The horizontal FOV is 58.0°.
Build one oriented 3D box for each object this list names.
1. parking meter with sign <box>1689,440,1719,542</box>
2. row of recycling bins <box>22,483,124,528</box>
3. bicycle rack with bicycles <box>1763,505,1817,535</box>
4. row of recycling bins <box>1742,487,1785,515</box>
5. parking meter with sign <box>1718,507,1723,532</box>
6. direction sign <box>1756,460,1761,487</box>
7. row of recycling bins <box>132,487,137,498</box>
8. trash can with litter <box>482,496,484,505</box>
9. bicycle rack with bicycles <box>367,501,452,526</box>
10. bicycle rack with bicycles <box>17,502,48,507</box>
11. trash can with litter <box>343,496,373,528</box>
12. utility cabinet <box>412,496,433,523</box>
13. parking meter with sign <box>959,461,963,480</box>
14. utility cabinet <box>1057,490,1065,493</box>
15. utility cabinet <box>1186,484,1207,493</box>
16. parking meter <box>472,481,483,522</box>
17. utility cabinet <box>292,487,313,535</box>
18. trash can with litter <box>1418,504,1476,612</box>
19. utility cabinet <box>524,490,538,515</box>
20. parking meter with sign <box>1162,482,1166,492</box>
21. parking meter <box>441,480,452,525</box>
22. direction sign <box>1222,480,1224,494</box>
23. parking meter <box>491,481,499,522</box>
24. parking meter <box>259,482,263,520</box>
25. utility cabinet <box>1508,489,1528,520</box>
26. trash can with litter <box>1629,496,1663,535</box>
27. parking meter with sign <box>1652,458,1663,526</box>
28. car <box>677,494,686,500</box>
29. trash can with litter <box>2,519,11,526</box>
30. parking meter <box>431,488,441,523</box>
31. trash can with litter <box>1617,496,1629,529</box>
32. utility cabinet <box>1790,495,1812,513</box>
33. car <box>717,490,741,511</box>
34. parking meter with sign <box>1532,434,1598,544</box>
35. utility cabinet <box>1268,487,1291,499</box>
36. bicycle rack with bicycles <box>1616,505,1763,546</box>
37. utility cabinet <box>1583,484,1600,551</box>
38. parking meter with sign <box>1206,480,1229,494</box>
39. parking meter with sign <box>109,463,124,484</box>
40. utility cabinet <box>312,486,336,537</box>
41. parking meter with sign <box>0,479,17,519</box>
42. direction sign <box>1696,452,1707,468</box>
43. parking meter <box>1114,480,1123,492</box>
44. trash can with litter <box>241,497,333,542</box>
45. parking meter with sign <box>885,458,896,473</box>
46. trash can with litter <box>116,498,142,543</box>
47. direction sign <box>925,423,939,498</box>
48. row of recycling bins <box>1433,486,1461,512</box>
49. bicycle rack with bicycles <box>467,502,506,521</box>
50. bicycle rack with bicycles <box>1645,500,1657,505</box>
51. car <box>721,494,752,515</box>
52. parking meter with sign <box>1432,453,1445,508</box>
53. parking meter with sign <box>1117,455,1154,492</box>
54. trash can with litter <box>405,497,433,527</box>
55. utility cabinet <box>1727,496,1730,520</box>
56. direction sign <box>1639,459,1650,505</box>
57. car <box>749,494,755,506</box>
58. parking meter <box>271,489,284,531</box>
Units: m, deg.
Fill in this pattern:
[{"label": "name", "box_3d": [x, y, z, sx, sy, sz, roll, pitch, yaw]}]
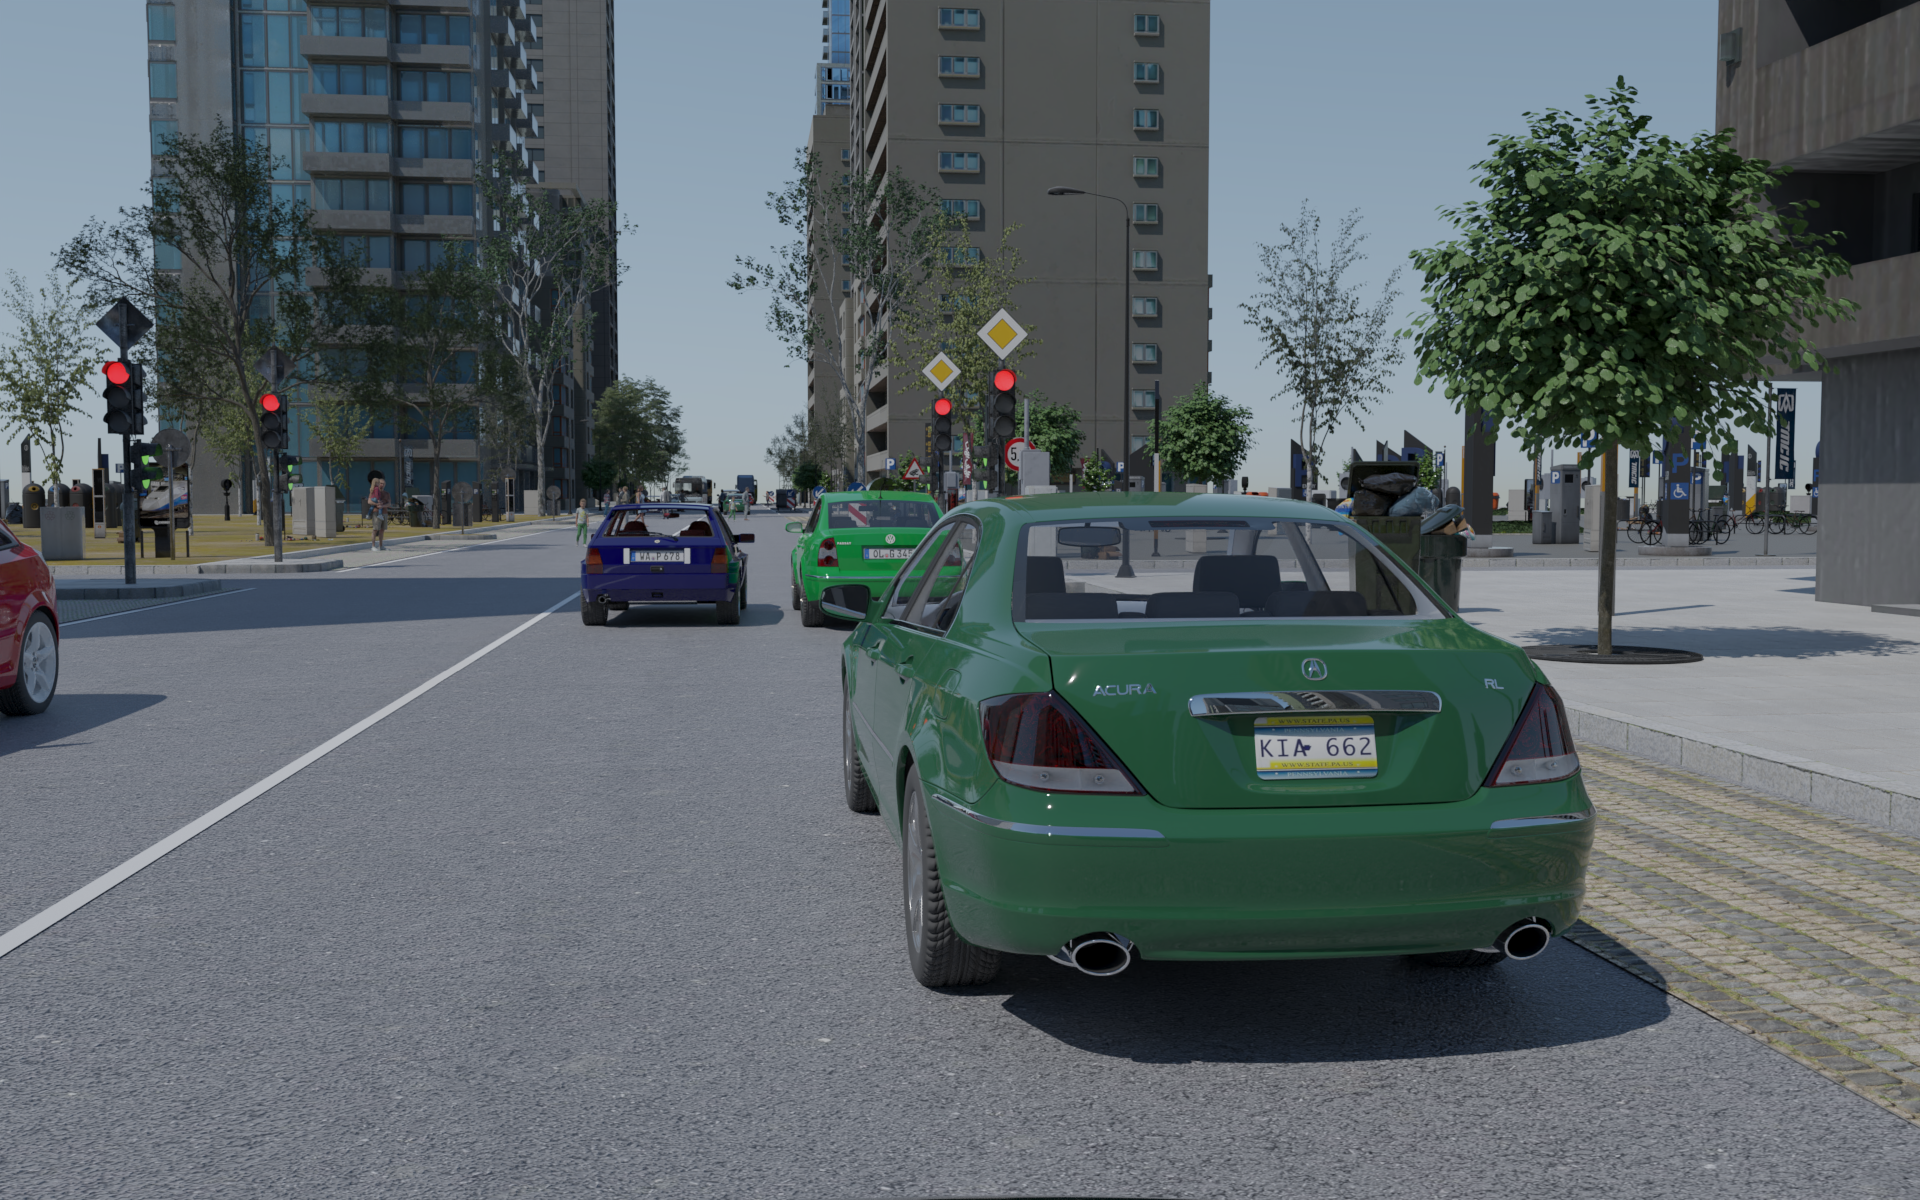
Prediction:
[{"label": "parking meter with sign", "box_3d": [20.179, -3.119, 47.257, 0.543, 3.016, 1.738, 2, 4, 32]}, {"label": "row of recycling bins", "box_3d": [-33.523, -3.555, 65.232, 3.534, 1.692, 1.069, 0, 4, 1]}, {"label": "bicycle rack with bicycles", "box_3d": [26.192, -2.571, 55.421, 2.852, 0.926, 2.925, -2, 4, -30]}, {"label": "row of recycling bins", "box_3d": [44.494, -5.449, 96.205, 1.069, 1.692, 3.534, -1, 4, -12]}, {"label": "parking meter with sign", "box_3d": [24.668, -3.772, 57.936, 1.738, 3.016, 0.543, -1, 4, -13]}, {"label": "direction sign", "box_3d": [53.604, -7.619, 116.572, 0.379, 3.537, 0.876, -1, 4, -11]}, {"label": "row of recycling bins", "box_3d": [-33.560, -3.843, 69.952, 1.069, 1.692, 3.534, 0, 4, 0]}, {"label": "trash can with litter", "box_3d": [-29.048, -5.761, 105.257, 1.678, 1.210, 2.233, -3, 5, -45]}, {"label": "bicycle rack with bicycles", "box_3d": [-22.860, -3.534, 71.168, 2.925, 0.926, 2.852, 1, 4, 20]}, {"label": "bicycle rack with bicycles", "box_3d": [-42.755, -4.121, 80.761, 2.852, 0.926, 2.925, 0, 4, 2]}, {"label": "trash can with litter", "box_3d": [-22.909, -3.362, 66.031, 2.233, 1.210, 1.678, 0, 4, -2]}, {"label": "utility cabinet", "box_3d": [-23.555, -3.965, 75.987, 0.306, 1.237, 1.020, 2, 4, 24]}, {"label": "parking meter with sign", "box_3d": [-0.318, -5.247, 82.045, 0.543, 3.016, 1.738, 3, 5, 42]}, {"label": "utility cabinet", "box_3d": [6.008, -5.841, 104.183, 0.318, 1.500, 1.173, 1, 4, 21]}, {"label": "utility cabinet", "box_3d": [5.177, -1.786, 37.888, 0.318, 1.500, 1.173, 0, 3, 0]}, {"label": "parking meter", "box_3d": [-21.852, -4.450, 78.465, 0.399, 1.863, 0.255, 1, 4, 13]}, {"label": "utility cabinet", "box_3d": [-20.458, -2.770, 53.973, 0.318, 1.500, 1.173, -3, 5, -41]}, {"label": "trash can with litter", "box_3d": [4.939, -0.441, 18.601, 1.055, 1.170, 0.624, -1, 4, -11]}, {"label": "utility cabinet", "box_3d": [-25.789, -5.889, 104.965, 1.173, 1.500, 0.318, 0, 4, 3]}, {"label": "parking meter with sign", "box_3d": [12.828, -7.016, 110.970, 1.738, 3.016, 0.543, -1, 4, -17]}, {"label": "parking meter", "box_3d": [-21.647, -4.115, 72.986, 0.255, 1.863, 0.399, 1, 4, 18]}, {"label": "direction sign", "box_3d": [8.696, -3.990, 57.238, 0.379, 3.537, 0.876, 1, 4, 19]}, {"label": "parking meter", "box_3d": [-21.167, -4.475, 78.869, 0.255, 1.863, 0.399, 0, 4, 0]}, {"label": "parking meter", "box_3d": [-34.331, -4.852, 85.039, 0.255, 1.863, 0.399, 0, 4, 3]}, {"label": "utility cabinet", "box_3d": [26.735, -4.513, 82.468, 1.173, 1.500, 0.318, 1, 4, 21]}, {"label": "trash can with litter", "box_3d": [22.507, -2.698, 55.176, 1.678, 1.210, 2.233, 2, 4, 32]}, {"label": "parking meter with sign", "box_3d": [27.788, -4.391, 68.052, 0.543, 3.016, 1.738, 0, 4, 1]}, {"label": "car", "box_3d": [-24.457, -8.314, 147.728, 2.131, 1.459, 4.920, -1, 4, -9]}, {"label": "trash can with litter", "box_3d": [-38.477, -3.529, 69.085, 1.055, 1.170, 0.624, -1, 4, -22]}, {"label": "parking meter", "box_3d": [-22.908, -4.118, 75.735, 0.372, 1.533, 0.369, 0, 3, 0]}, {"label": "trash can with litter", "box_3d": [23.281, -3.117, 62.019, 2.233, 1.210, 1.678, 0, 4, 5]}, {"label": "utility cabinet", "box_3d": [39.533, -4.292, 81.343, 0.306, 1.237, 1.020, -2, 4, -30]}, {"label": "car", "box_3d": [-19.354, -8.403, 146.056, 2.281, 1.827, 5.304, -1, 4, -9]}, {"label": "parking meter with sign", "box_3d": [15.524, -2.950, 44.493, 1.738, 3.016, 0.543, -2, 4, -25]}, {"label": "utility cabinet", "box_3d": [10.042, -2.793, 54.339, 0.318, 1.500, 1.173, 2, 4, 33]}, {"label": "bicycle rack with bicycles", "box_3d": [18.242, -1.885, 44.206, 2.925, 0.926, 2.852, 0, 4, -5]}, {"label": "utility cabinet", "box_3d": [14.171, -1.837, 38.714, 0.318, 1.500, 1.173, 1, 4, 12]}, {"label": "parking meter with sign", "box_3d": [13.044, -5.523, 86.562, 1.738, 3.016, 0.543, -1, 4, -23]}, {"label": "parking meter with sign", "box_3d": [-48.331, -6.288, 99.062, 1.738, 3.016, 0.543, 3, 5, 41]}, {"label": "utility cabinet", "box_3d": [-18.665, -2.586, 50.962, 0.318, 1.500, 1.173, -2, 4, -34]}, {"label": "parking meter with sign", "box_3d": [-49.146, -5.656, 88.731, 1.738, 3.016, 0.543, 0, 4, 3]}, {"label": "direction sign", "box_3d": [39.659, -6.169, 92.858, 0.876, 3.537, 0.379, -1, 4, -23]}, {"label": "parking meter", "box_3d": [6.659, -4.080, 72.419, 0.399, 1.863, 0.255, 1, 4, 18]}, {"label": "trash can with litter", "box_3d": [-18.477, -2.239, 47.662, 2.233, 1.210, 1.678, 0, 4, -6]}, {"label": "parking meter with sign", "box_3d": [-3.061, -5.448, 85.328, 0.543, 3.016, 1.738, 1, 4, 23]}, {"label": "trash can with litter", "box_3d": [-21.761, -2.086, 45.488, 0.624, 1.170, 1.055, -1, 4, -12]}, {"label": "direction sign", "box_3d": [-0.848, -3.854, 55.008, 0.379, 3.537, 0.876, -2, 4, -35]}, {"label": "row of recycling bins", "box_3d": [25.440, -5.319, 94.072, 3.534, 1.692, 1.069, 2, 4, 34]}, {"label": "bicycle rack with bicycles", "box_3d": [-22.785, -4.184, 81.784, 2.925, 0.926, 2.852, -1, 4, -15]}, {"label": "bicycle rack with bicycles", "box_3d": [45.048, -6.005, 111.567, 2.925, 0.926, 2.852, 1, 4, 15]}, {"label": "car", "box_3d": [-15.372, -6.566, 119.150, 2.131, 1.459, 4.920, 0, 4, -8]}, {"label": "parking meter with sign", "box_3d": [19.710, -4.739, 73.735, 1.738, 3.016, 0.543, -1, 4, -16]}, {"label": "parking meter with sign", "box_3d": [7.457, -4.733, 73.648, 1.738, 3.016, 0.543, 2, 4, 26]}, {"label": "trash can with litter", "box_3d": [-20.852, -3.395, 66.900, 0.624, 1.170, 1.055, 2, 4, 32]}, {"label": "utility cabinet", "box_3d": [33.123, -3.933, 75.473, 1.020, 1.237, 0.306, -3, 4, -36]}, {"label": "direction sign", "box_3d": [32.205, -5.473, 81.479, 0.876, 3.537, 0.379, -3, 4, -38]}, {"label": "car", "box_3d": [-26.296, -12.466, 212.851, 2.155, 1.783, 4.494, 0, 4, -7]}, {"label": "parking meter", "box_3d": [-23.637, -3.155, 59.991, 0.372, 1.533, 0.369, 0, 3, 0]}]
